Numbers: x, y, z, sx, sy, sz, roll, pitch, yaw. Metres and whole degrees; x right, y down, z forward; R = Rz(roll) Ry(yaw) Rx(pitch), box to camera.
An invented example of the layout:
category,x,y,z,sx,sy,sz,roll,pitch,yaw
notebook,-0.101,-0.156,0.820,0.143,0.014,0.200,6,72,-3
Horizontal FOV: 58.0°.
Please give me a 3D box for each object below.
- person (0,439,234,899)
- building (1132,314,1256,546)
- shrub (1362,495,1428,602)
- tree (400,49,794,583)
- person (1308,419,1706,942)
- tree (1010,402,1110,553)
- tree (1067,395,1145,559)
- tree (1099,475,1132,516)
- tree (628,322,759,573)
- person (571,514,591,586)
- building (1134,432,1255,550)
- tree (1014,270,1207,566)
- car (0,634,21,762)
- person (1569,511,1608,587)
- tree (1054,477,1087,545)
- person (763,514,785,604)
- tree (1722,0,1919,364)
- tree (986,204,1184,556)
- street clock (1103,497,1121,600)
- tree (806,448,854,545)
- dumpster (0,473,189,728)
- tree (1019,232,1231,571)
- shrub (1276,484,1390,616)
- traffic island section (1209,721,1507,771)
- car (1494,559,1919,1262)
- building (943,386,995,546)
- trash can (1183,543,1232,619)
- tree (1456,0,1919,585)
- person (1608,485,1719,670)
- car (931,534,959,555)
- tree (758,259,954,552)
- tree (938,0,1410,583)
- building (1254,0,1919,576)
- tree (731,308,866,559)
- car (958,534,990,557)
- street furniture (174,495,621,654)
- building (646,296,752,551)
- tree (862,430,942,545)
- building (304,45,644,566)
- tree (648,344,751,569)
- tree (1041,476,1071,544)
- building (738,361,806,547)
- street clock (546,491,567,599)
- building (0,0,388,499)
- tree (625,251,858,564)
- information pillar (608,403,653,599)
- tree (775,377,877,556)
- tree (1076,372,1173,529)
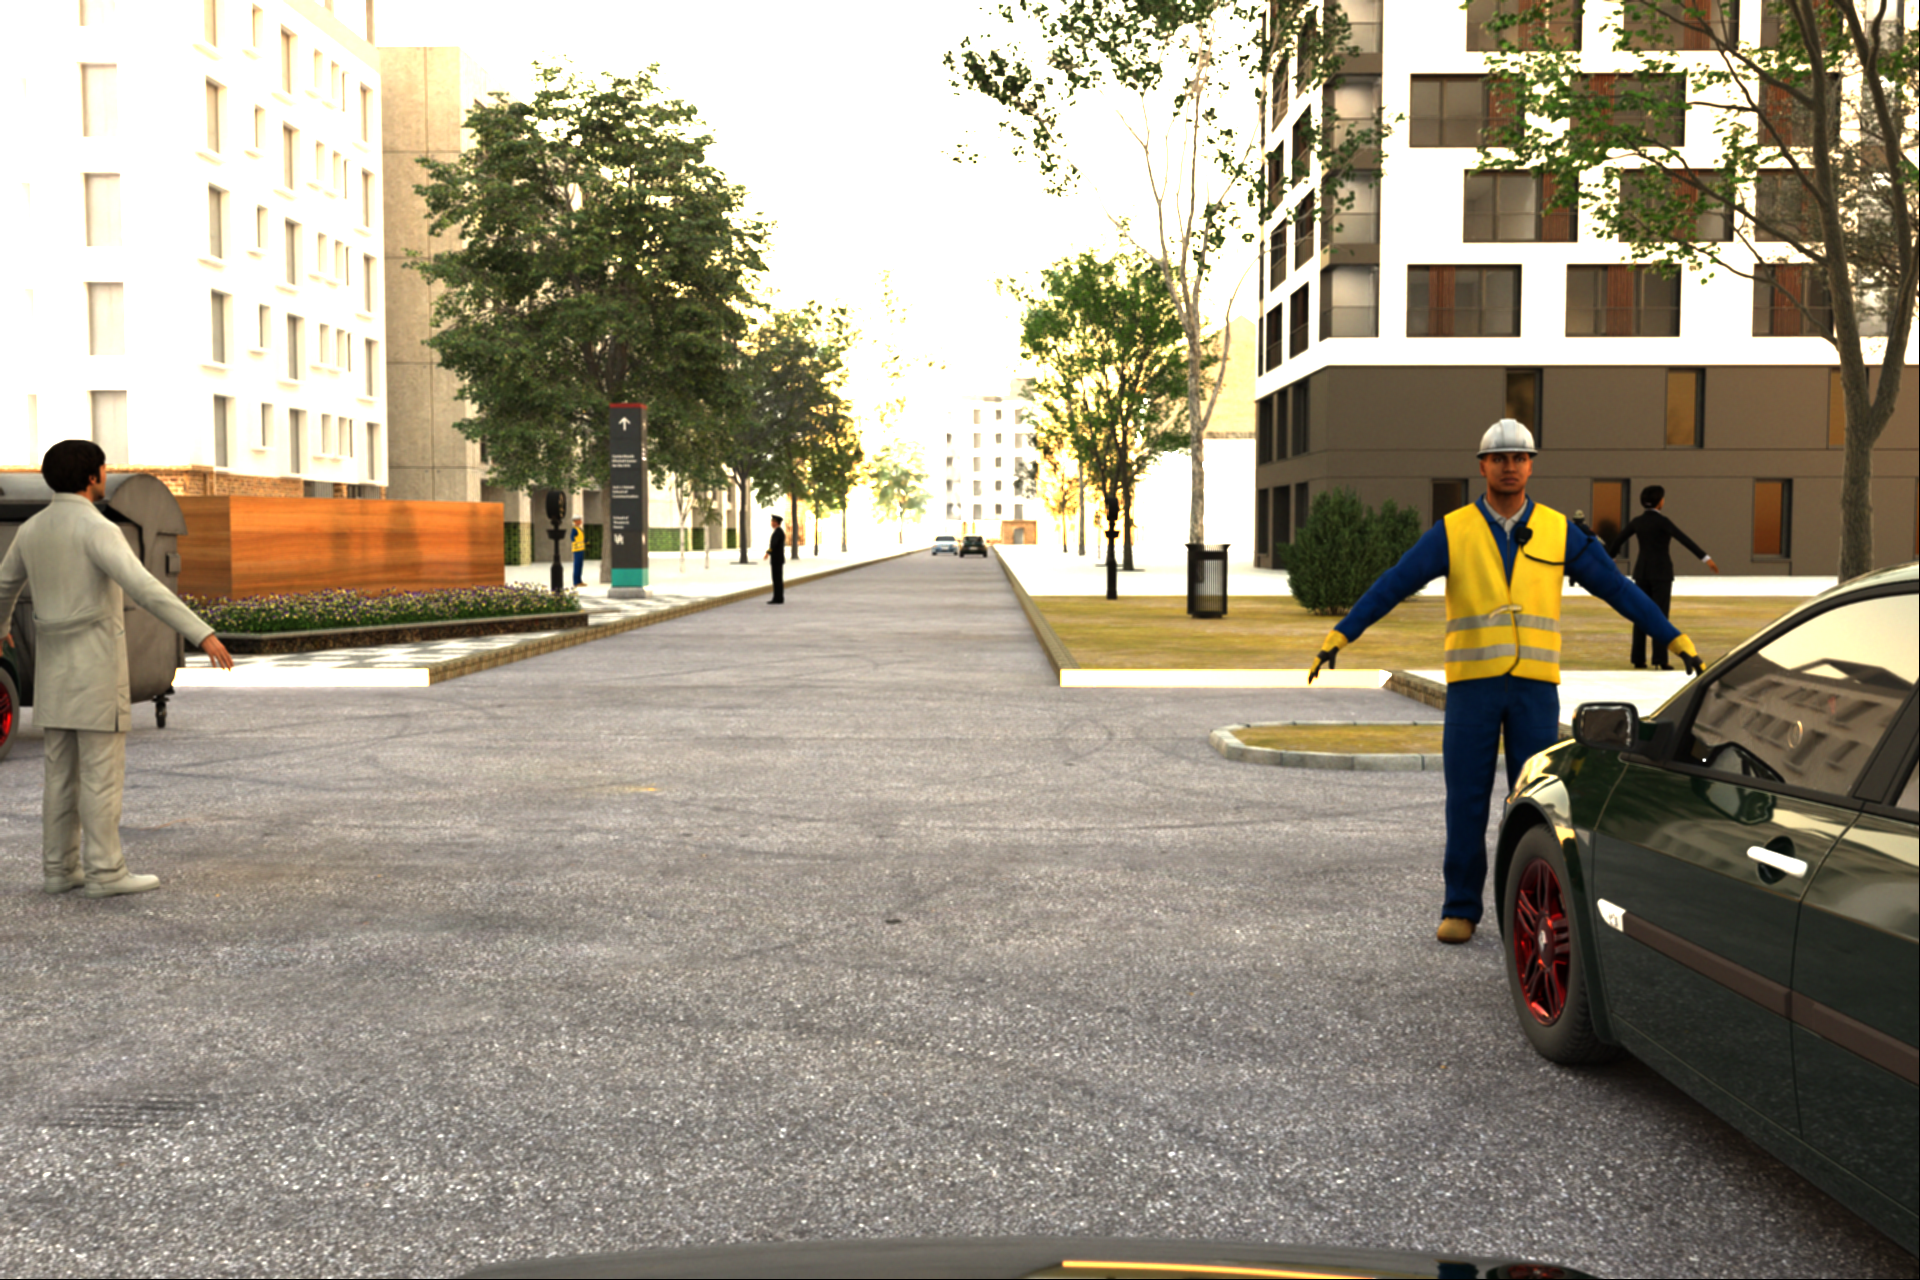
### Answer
category,x,y,z,sx,sy,sz,roll,pitch,yaw
person,-3.482,0.105,6.921,1.347,1.806,0.705,2,4,24
building,28.179,-21.484,182.193,19.493,23.208,18.063,0,4,1
shrub,8.236,-1.749,33.013,1.690,2.028,1.600,0,3,0
tree,-9.201,-8.454,44.884,9.857,13.997,8.962,0,3,0
person,1.912,0.143,6.096,1.349,1.833,0.705,1,4,11
tree,6.892,-11.258,118.488,7.601,10.594,8.767,0,4,-8
tree,7.372,-8.471,88.869,4.737,8.622,4.395,0,3,0
tree,20.230,-16.750,208.274,7.601,10.594,8.767,0,4,6
tree,-9.418,-6.553,57.500,4.360,8.622,3.978,0,3,0
person,-9.299,-2.206,42.531,0.721,1.772,1.216,0,4,5
building,21.266,-13.073,155.895,9.099,9.664,28.070,0,4,1
tree,5.960,-8.758,68.956,9.928,11.665,9.643,0,3,0
car,-6.832,0.029,9.306,2.009,1.686,4.222,0,4,1
person,15.128,-2.237,42.359,1.354,1.856,0.705,2,4,35
tree,13.493,-15.767,208.149,4.737,8.622,4.395,0,3,0
person,-3.788,-1.666,35.627,0.705,1.837,1.347,0,4,6
tree,17.812,-7.250,28.912,12.009,13.543,11.850,0,3,0
tree,7.582,-14.970,100.655,12.611,20.169,13.585,0,3,0
street clock,2.981,-1.797,33.957,0.358,2.002,0.471,0,4,-1
tree,-16.582,-17.917,211.063,7.486,12.596,7.792,0,3,0
dumpster,-6.621,-0.249,12.279,1.865,1.857,1.264,0,4,1
tree,5.738,-8.219,60.141,9.928,11.665,9.643,0,3,0
shrub,5.907,-1.428,27.395,1.661,2.075,1.752,0,3,0
traffic island section,2.697,0.696,11.485,1.991,0.108,1.994,0,4,1
car,2.428,0.385,3.497,2.009,1.686,4.222,0,4,0
building,-1.799,-21.663,213.073,11.380,20.090,16.016,0,4,2
trash can,3.768,-0.901,26.378,0.748,1.137,0.748,0,3,0
tree,8.383,-5.501,15.694,9.928,11.665,9.643,0,3,0
person,6.623,-0.594,16.439,0.721,1.740,1.216,-2,4,-31
car,-1.008,-6.558,119.219,2.014,1.417,4.499,0,4,1
tree,-7.224,-16.133,119.667,12.611,20.169,13.585,0,3,0
tree,5.009,-11.502,43.942,12.611,20.169,13.585,0,3,0
building,25.299,-13.722,68.325,27.936,21.610,32.646,0,4,1
tree,-8.826,-10.378,87.809,7.486,12.596,7.792,0,3,0
car,0.845,-6.001,107.903,2.009,1.686,4.222,0,4,1
street furniture,-9.160,-0.883,21.285,11.010,1.723,9.812,1,4,22
building,-28.216,-17.037,145.005,16.747,18.905,31.486,0,4,2
tree,-7.100,-18.607,210.877,9.857,13.997,8.962,0,3,0
building,-26.003,-12.998,78.979,16.747,18.905,31.486,0,4,2
tree,-9.147,-6.948,63.956,4.360,8.622,3.978,0,3,0
tree,12.014,-16.061,212.957,4.737,8.622,4.395,0,3,0
building,-26.777,-21.656,185.011,19.493,23.208,18.063,0,4,1
street clock,-6.767,-1.498,29.060,0.358,2.002,0.471,0,4,1
building,-25.064,-11.664,47.134,16.016,20.090,11.380,0,4,0
tree,-9.430,-10.049,74.669,12.009,13.543,11.850,0,3,0
information pillar,-6.605,-2.766,34.595,0.750,3.857,0.750,0,4,1
tree,-8.185,-10.234,101.744,7.601,10.594,8.767,-3,4,-36
tree,7.040,-7.755,77.165,4.737,8.622,4.395,0,3,0
